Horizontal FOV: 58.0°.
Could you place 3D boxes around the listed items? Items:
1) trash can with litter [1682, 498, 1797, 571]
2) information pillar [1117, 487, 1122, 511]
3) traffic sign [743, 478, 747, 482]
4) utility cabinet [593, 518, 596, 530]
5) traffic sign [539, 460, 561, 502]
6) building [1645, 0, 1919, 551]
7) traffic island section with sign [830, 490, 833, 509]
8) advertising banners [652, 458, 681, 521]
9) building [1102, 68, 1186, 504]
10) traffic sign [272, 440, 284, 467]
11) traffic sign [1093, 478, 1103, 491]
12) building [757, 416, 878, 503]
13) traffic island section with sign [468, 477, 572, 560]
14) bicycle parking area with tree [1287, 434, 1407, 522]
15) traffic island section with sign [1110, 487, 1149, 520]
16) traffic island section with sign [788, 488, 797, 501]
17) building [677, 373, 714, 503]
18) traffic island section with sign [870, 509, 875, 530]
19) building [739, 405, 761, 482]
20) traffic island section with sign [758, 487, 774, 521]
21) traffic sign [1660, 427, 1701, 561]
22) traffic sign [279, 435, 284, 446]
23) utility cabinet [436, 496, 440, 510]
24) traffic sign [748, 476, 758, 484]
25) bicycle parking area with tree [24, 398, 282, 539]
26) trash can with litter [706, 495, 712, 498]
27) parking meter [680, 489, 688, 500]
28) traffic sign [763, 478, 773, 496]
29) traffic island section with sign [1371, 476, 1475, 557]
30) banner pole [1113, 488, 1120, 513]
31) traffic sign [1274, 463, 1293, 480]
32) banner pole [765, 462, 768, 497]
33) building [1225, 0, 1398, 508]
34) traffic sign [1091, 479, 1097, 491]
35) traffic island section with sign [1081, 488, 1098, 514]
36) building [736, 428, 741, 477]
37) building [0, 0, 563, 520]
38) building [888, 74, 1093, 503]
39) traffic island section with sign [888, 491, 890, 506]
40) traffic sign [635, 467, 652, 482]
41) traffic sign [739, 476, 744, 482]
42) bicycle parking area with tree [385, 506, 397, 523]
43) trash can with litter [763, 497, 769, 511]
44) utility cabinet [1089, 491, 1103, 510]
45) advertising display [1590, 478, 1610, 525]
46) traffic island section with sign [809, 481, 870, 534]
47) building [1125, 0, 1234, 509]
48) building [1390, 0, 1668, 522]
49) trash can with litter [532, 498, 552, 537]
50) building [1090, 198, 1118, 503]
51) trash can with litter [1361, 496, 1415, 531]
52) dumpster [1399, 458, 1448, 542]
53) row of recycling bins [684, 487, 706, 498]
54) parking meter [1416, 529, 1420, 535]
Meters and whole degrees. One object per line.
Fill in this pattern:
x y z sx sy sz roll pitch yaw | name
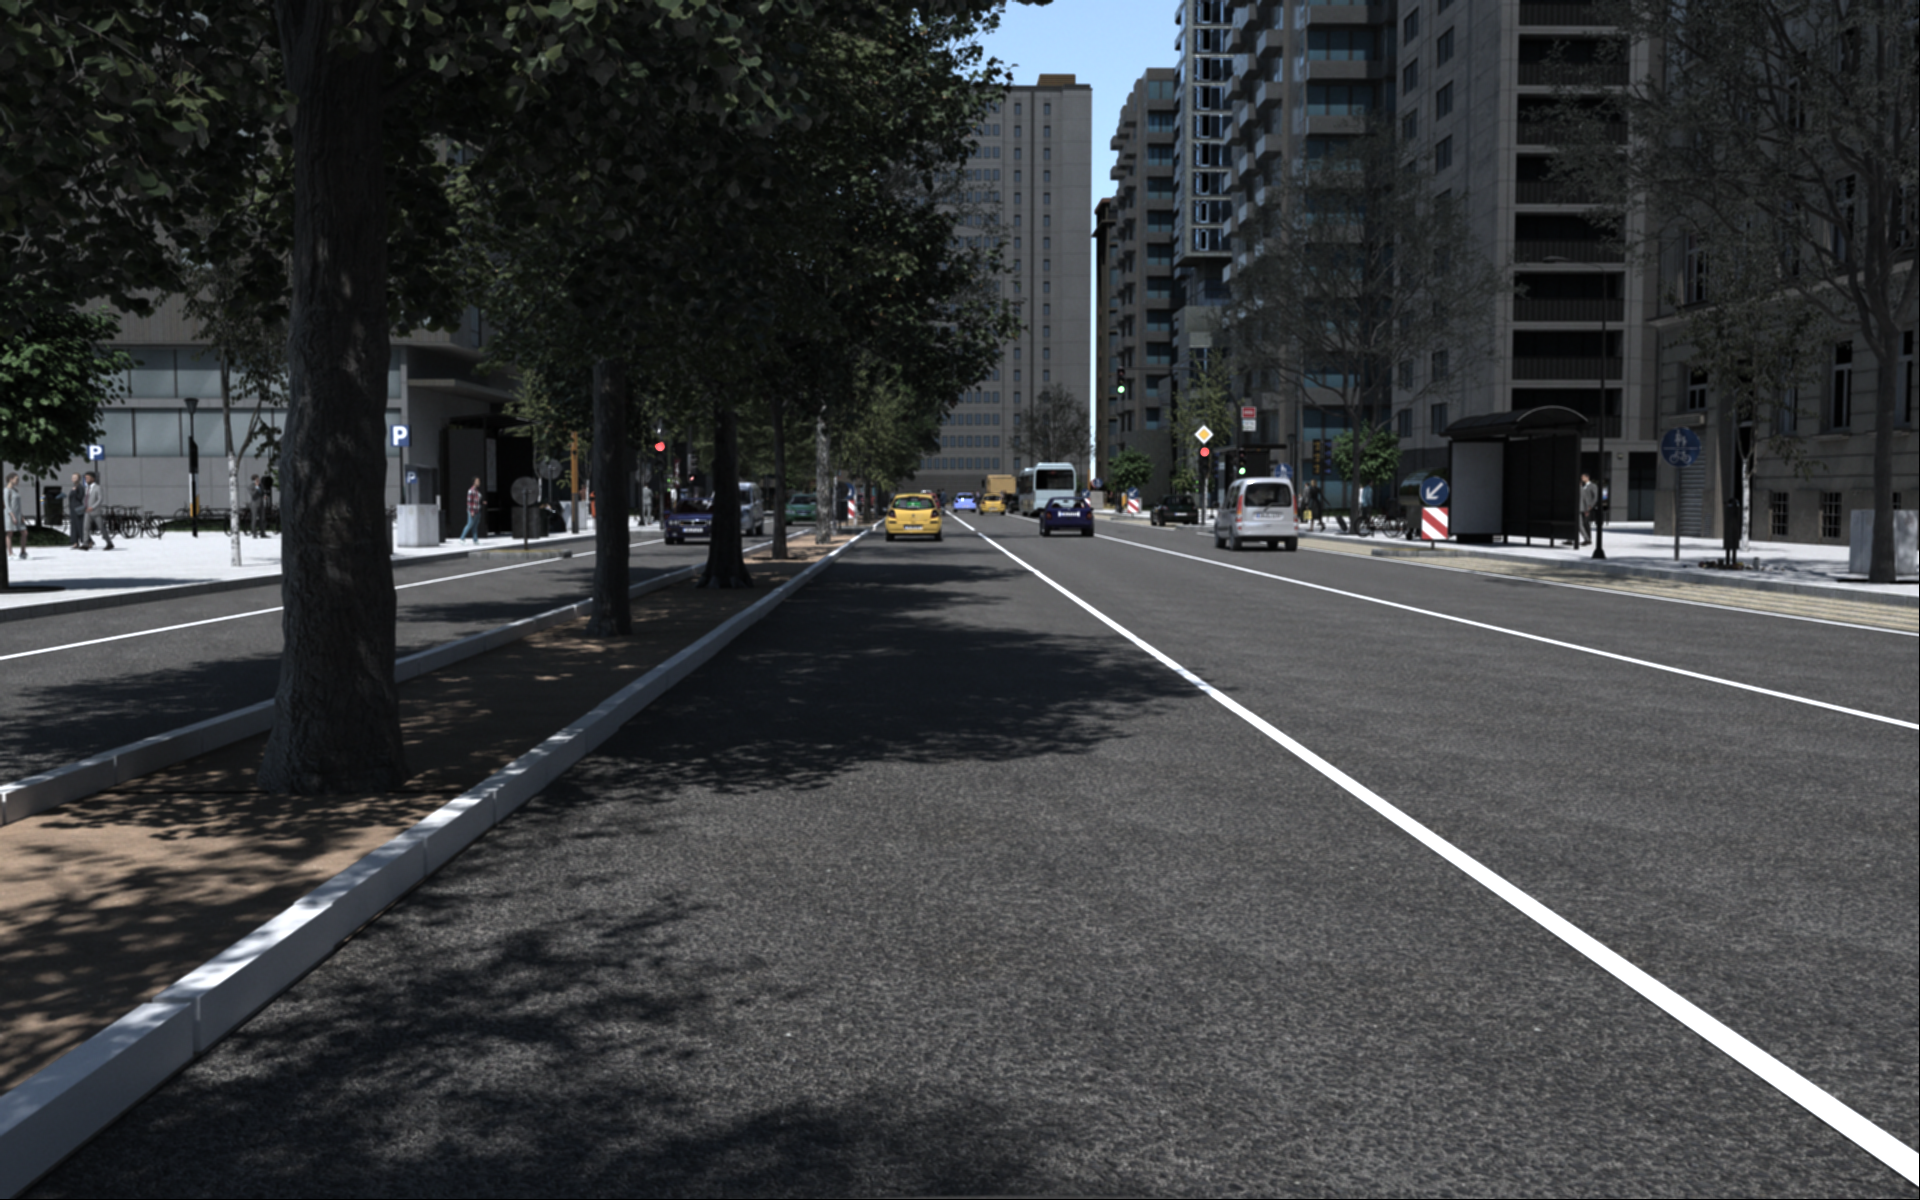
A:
13.400 -1.159 30.003 1.678 1.210 2.233 1 4 13 | trash can with litter
11.661 -7.477 126.736 0.304 2.012 0.304 -1 4 -23 | information pillar
-16.223 -8.062 131.919 0.768 2.556 0.104 0 4 7 | traffic sign
-12.493 -3.079 61.499 1.020 1.237 0.306 0 4 -6 | utility cabinet
-14.194 -3.664 60.011 0.768 2.556 0.104 0 3 0 | traffic sign
29.025 -12.570 38.799 16.112 22.955 30.059 0 4 -1 | building
-12.841 -10.007 172.244 1.989 1.847 2.006 0 4 -1 | traffic island section with sign
-14.080 -5.325 83.244 0.090 3.025 2.074 2 4 33 | advertising banners
29.033 -35.383 198.118 23.786 49.044 30.456 0 4 -1 | building
-12.921 -2.050 33.527 0.884 2.594 0.081 0 4 2 | traffic sign
11.018 -8.448 138.223 0.768 2.556 0.104 0 4 2 | traffic sign
-25.156 -24.773 250.084 28.899 21.520 27.650 0 4 -1 | building
-9.815 -1.851 38.884 1.989 1.847 2.006 0 4 -1 | traffic island section with sign
18.460 -5.887 83.248 8.231 4.147 9.016 0 4 8 | bicycle parking area with tree
9.323 -5.306 95.388 1.989 1.847 2.006 0 4 -1 | traffic island section with sign
-11.698 -6.898 121.409 1.989 1.847 2.006 0 4 -1 | traffic island section with sign
-29.637 -28.613 151.424 14.154 41.232 14.086 0 4 -1 | building
-4.516 -3.763 69.655 2.006 1.907 1.989 0 4 -1 | traffic island section with sign
-31.441 -33.903 204.430 14.200 45.320 14.600 0 4 -1 | building
-11.080 -5.250 94.461 1.989 1.847 2.006 0 4 -1 | traffic island section with sign
13.701 -2.014 33.032 0.768 2.556 0.104 0 4 1 | traffic sign
-13.298 -2.114 34.677 0.768 2.556 0.104 0 4 2 | traffic sign
-21.163 -3.662 71.035 0.306 1.237 1.020 -2 4 -34 | utility cabinet
-14.399 -7.362 120.475 0.768 2.556 0.104 0 4 -1 | traffic sign
-25.532 -4.010 52.563 8.231 4.147 9.016 1 4 22 | bicycle parking area with tree
-15.039 -5.553 101.851 1.678 1.210 2.233 2 4 25 | trash can with litter
-13.217 -4.566 83.060 0.372 1.533 0.369 0 3 0 | parking meter
-14.888 -8.215 134.418 0.768 2.556 0.104 0 4 6 | traffic sign
10.579 -1.910 39.849 1.989 1.847 2.006 0 4 -1 | traffic island section with sign
10.923 -7.856 118.468 0.863 3.779 0.401 1 4 12 | banner pole
13.296 -4.352 71.254 0.768 2.556 0.104 0 4 5 | traffic sign
-14.947 -8.779 133.558 0.401 3.779 0.863 1 4 16 | banner pole
31.519 -30.933 125.363 23.786 49.044 30.456 0 4 -1 | building
11.220 -8.758 143.292 0.768 2.556 0.104 0 4 2 | traffic sign
8.709 -6.965 122.507 1.989 1.847 2.006 0 4 -1 | traffic island section with sign
-30.643 -24.971 179.981 14.160 30.474 14.107 0 4 -1 | building
-38.577 -30.999 96.074 28.713 52.752 27.495 0 4 -1 | building
3.637 -43.069 246.177 28.212 58.520 21.231 0 4 -1 | building
-6.228 -8.357 144.774 2.006 1.907 1.989 0 4 -1 | traffic island section with sign
-15.088 -5.043 82.558 0.768 2.556 0.104 0 3 0 | traffic sign
-15.870 -7.578 124.011 0.768 2.556 0.104 0 4 7 | traffic sign
-30.087 -5.539 77.564 9.016 4.147 8.231 -2 4 -29 | bicycle parking area with tree
-14.850 -7.370 131.878 1.055 1.170 0.624 1 4 11 | trash can with litter
10.789 -7.865 137.267 1.173 1.500 0.318 -2 4 -25 | utility cabinet
26.420 -4.056 71.526 0.123 1.923 0.974 -2 4 -27 | advertising display
-4.358 -3.310 62.250 2.006 1.907 1.989 0 4 -1 | traffic island section with sign
29.022 -52.209 166.295 22.319 86.520 31.000 0 4 -1 | building
35.068 -39.694 87.246 20.611 71.187 20.563 0 4 -1 | building
-12.660 -2.443 51.323 1.055 1.170 0.624 -1 4 -22 | trash can with litter
32.172 -36.238 247.117 28.867 44.769 22.147 0 4 -1 | building
15.099 -3.081 61.429 1.678 1.210 2.233 -2 4 -30 | trash can with litter
12.948 -2.727 47.088 1.502 2.255 1.985 0 4 -1 | dumpster
-14.850 -5.457 96.333 1.069 1.692 3.534 -1 4 -17 | row of recycling bins
14.607 -2.835 54.757 0.372 1.533 0.369 0 3 0 | parking meter
